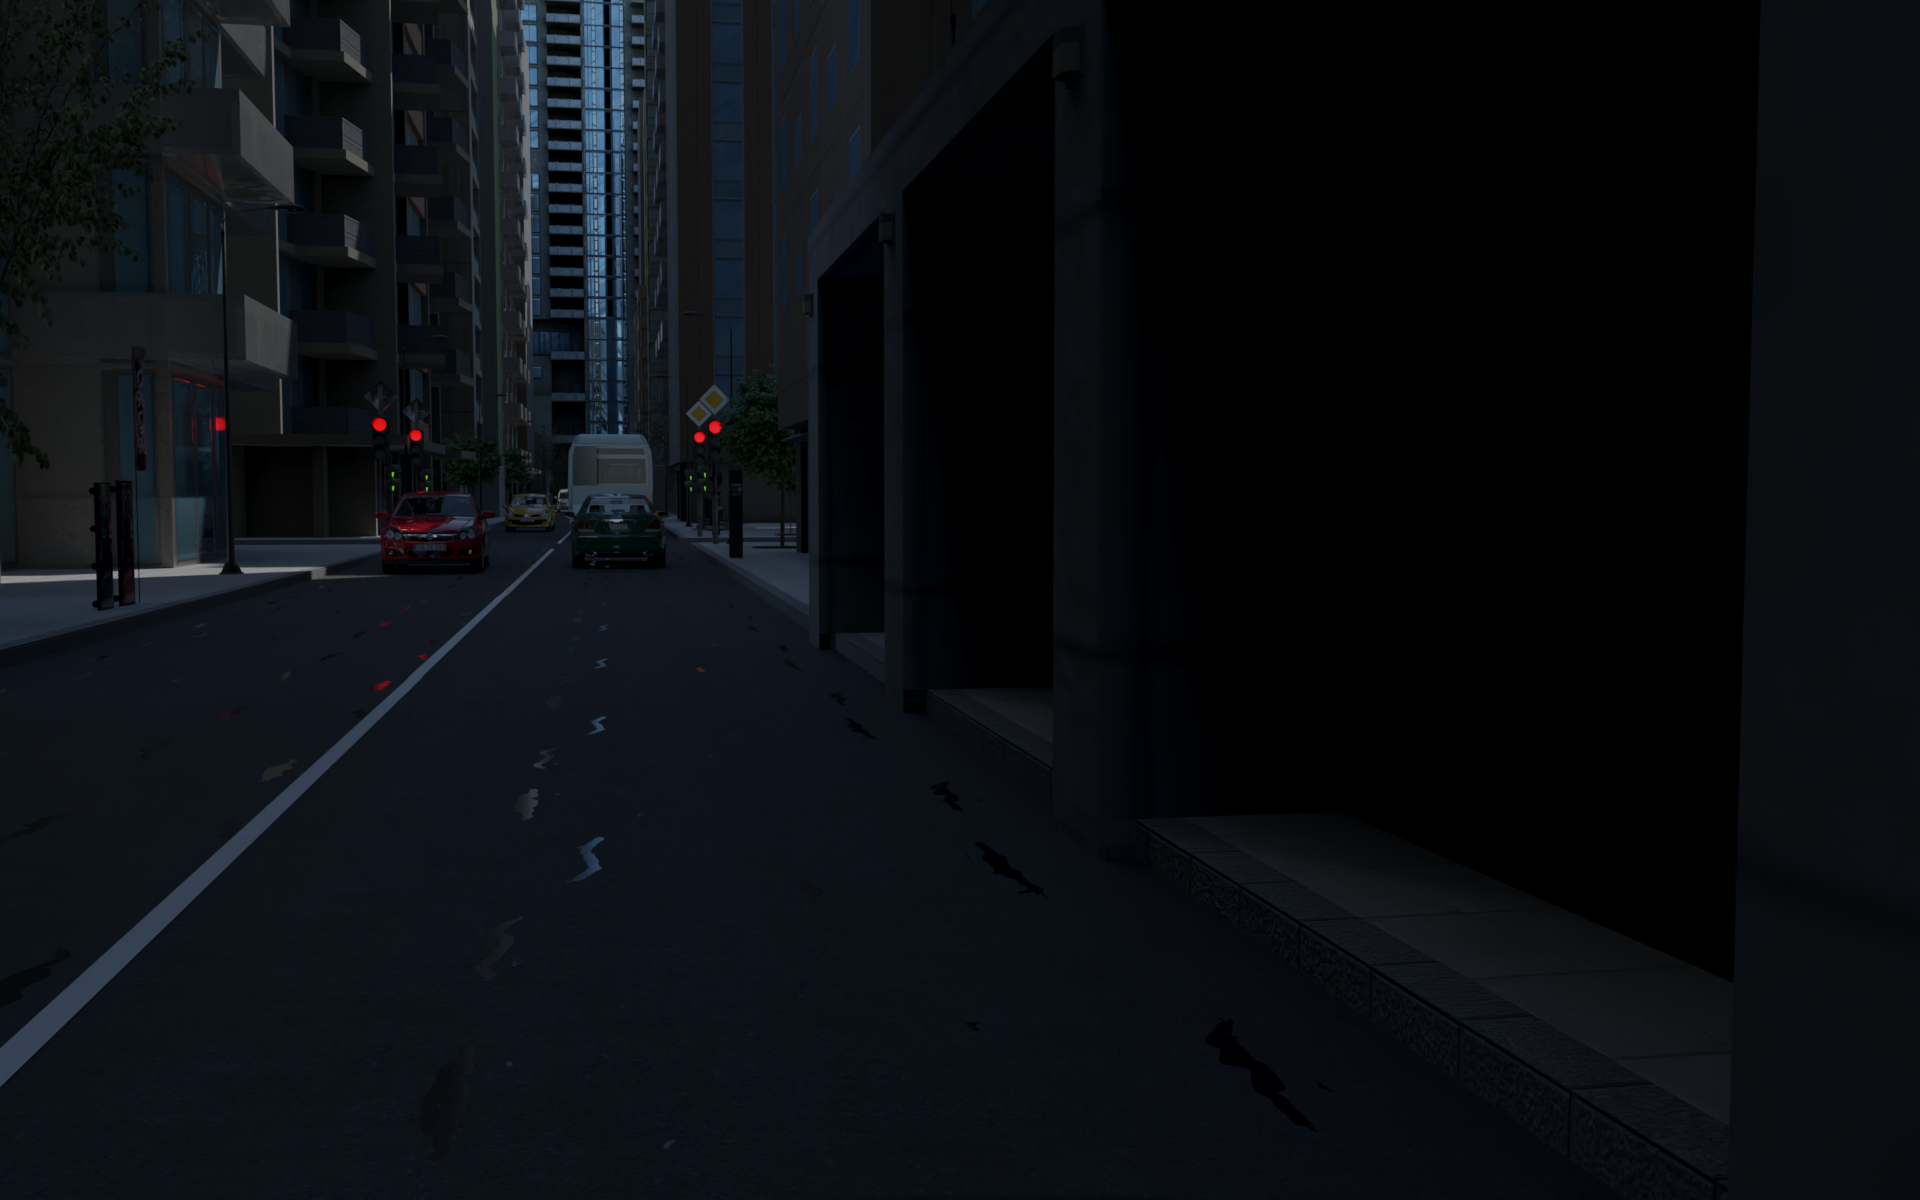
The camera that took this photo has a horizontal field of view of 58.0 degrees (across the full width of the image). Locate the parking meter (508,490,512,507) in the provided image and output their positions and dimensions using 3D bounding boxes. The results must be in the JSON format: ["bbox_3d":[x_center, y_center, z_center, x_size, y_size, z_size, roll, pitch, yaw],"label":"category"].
[{"bbox_3d":[-29.871,-6.709,115.409,0.399,1.863,0.255,1,4,19],"label":"parking meter"}]

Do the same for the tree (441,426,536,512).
[{"bbox_3d":[-23.474,-6.083,83.165,4.285,4.588,4.351,0,3,0],"label":"tree"}]

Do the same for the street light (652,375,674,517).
[{"bbox_3d":[-11.168,-5.820,67.699,1.470,5.913,1.316,-1,4,-11],"label":"street light"}]

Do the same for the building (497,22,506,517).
[{"bbox_3d":[-31.772,-24.895,90.635,14.154,41.232,14.086,-1,4,-11],"label":"building"}]

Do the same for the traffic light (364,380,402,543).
[{"bbox_3d":[-14.243,-3.292,42.737,0.839,4.253,0.868,-1,4,-11],"label":"traffic light"}]

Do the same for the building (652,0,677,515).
[{"bbox_3d":[-8.469,-30.149,112.542,23.786,49.044,30.456,-1,4,-11],"label":"building"}]

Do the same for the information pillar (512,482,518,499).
[{"bbox_3d":[-26.347,-6.002,102.623,0.304,2.012,0.304,0,4,-3],"label":"information pillar"}]

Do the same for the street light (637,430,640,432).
[{"bbox_3d":[-22.831,-9.375,125.825,1.470,5.913,1.316,-1,4,-11],"label":"street light"}]

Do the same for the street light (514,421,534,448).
[{"bbox_3d":[-27.612,-8.379,109.533,1.470,5.913,1.316,-1,4,-11],"label":"street light"}]

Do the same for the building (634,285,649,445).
[{"bbox_3d":[-15.822,-19.272,160.134,27.650,21.520,28.899,-1,4,-11],"label":"building"}]

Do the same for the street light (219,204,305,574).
[{"bbox_3d":[-11.186,-3.379,27.781,1.470,5.913,1.316,-1,4,-11],"label":"street light"}]

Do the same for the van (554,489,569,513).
[{"bbox_3d":[-30.395,-7.783,134.258,2.013,2.044,4.112,-1,4,-12],"label":"van"}]

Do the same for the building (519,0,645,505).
[{"bbox_3d":[-45.931,-55.231,215.695,31.000,86.520,22.319,-1,4,-11],"label":"building"}]

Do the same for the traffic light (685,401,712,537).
[{"bbox_3d":[-7.870,-3.869,52.176,0.839,4.253,0.868,-1,4,-11],"label":"traffic light"}]

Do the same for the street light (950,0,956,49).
[{"bbox_3d":[-0.594,-2.608,15.181,1.470,5.913,1.316,-1,4,-11],"label":"street light"}]

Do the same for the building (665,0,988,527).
[{"bbox_3d":[-6.758,-26.423,82.123,14.600,45.320,14.200,-1,4,-11],"label":"building"}]

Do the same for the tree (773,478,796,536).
[{"bbox_3d":[-5.351,-3.624,53.855,1.663,3.219,1.824,0,3,0],"label":"tree"}]

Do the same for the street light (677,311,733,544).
[{"bbox_3d":[-6.382,-4.390,44.317,1.470,5.913,1.316,-1,4,-11],"label":"street light"}]

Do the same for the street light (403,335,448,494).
[{"bbox_3d":[-15.678,-4.782,50.727,1.470,5.913,1.316,-1,4,-11],"label":"street light"}]

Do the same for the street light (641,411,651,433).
[{"bbox_3d":[-16.985,-7.606,96.902,1.470,5.913,1.316,-1,4,-11],"label":"street light"}]

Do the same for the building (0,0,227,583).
[{"bbox_3d":[-27.289,-24.848,25.871,30.456,49.044,23.786,-1,4,-11],"label":"building"}]

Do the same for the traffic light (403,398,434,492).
[{"bbox_3d":[-15.819,-3.770,50.566,0.839,4.253,0.868,-1,4,-11],"label":"traffic light"}]

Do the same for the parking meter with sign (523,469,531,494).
[{"bbox_3d":[-30.206,-7.558,119.830,0.543,3.016,1.738,-2,4,-30],"label":"parking meter with sign"}]

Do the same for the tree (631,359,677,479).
[{"bbox_3d":[-15.248,-8.715,92.851,4.360,8.622,3.978,0,3,0],"label":"tree"}]

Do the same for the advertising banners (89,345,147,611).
[{"bbox_3d":[-9.609,-1.448,19.869,0.090,3.025,2.074,-1,4,-9],"label":"advertising banners"}]

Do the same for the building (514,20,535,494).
[{"bbox_3d":[-46.938,-31.173,159.786,14.600,45.320,14.200,-1,4,-11],"label":"building"}]

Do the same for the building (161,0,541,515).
[{"bbox_3d":[-45.860,-31.607,136.382,23.786,49.044,30.456,-1,4,-11],"label":"building"}]

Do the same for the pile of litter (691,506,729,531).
[{"bbox_3d":[-8.596,-2.879,61.030,1.719,0.858,1.176,2,4,24],"label":"pile of litter"}]

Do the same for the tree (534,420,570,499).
[{"bbox_3d":[-41.139,-13.681,174.041,4.360,8.622,3.978,0,3,0],"label":"tree"}]

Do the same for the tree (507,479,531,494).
[{"bbox_3d":[-29.123,-7.301,113.978,1.663,3.219,1.824,0,3,0],"label":"tree"}]

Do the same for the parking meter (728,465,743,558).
[{"bbox_3d":[-4.494,-1.774,34.710,0.255,1.863,0.399,-1,4,-12],"label":"parking meter"}]

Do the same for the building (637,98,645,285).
[{"bbox_3d":[-28.734,-33.248,193.709,14.600,45.320,14.200,-1,4,-11],"label":"building"}]

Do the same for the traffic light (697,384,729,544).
[{"bbox_3d":[-6.294,-3.390,44.347,0.839,4.253,0.868,-1,4,-11],"label":"traffic light"}]

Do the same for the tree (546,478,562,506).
[{"bbox_3d":[-45.498,-12.321,196.044,1.663,3.219,1.824,0,3,0],"label":"tree"}]

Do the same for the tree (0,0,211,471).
[{"bbox_3d":[-9.620,-4.041,16.426,4.737,8.622,4.395,0,3,0],"label":"tree"}]

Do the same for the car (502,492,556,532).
[{"bbox_3d":[-16.530,-3.451,66.643,2.015,1.641,3.980,-1,4,-10],"label":"car"}]

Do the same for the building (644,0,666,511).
[{"bbox_3d":[-17.739,-27.741,137.164,14.154,41.232,14.086,-1,4,-11],"label":"building"}]

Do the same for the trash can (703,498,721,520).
[{"bbox_3d":[-9.654,-3.419,67.547,0.748,1.137,0.748,0,3,0],"label":"trash can"}]

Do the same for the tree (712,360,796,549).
[{"bbox_3d":[-4.214,-3.513,41.156,4.285,4.588,4.351,0,3,0],"label":"tree"}]

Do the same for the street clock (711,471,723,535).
[{"bbox_3d":[-7.585,-3.011,53.803,0.358,2.002,0.471,-3,5,-39],"label":"street clock"}]

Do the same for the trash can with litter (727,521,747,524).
[{"bbox_3d":[-10.049,-3.859,74.157,2.233,1.210,1.678,-1,4,-22],"label":"trash can with litter"}]

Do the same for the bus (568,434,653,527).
[{"bbox_3d":[-11.995,-3.972,59.796,2.948,3.499,13.247,-1,4,-11],"label":"bus"}]

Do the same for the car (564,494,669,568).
[{"bbox_3d":[-6.981,-1.435,35.268,2.131,1.459,4.920,-1,4,-12],"label":"car"}]

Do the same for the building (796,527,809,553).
[{"bbox_3d":[4.108,-23.345,31.805,14.600,45.320,14.200,-1,4,-11],"label":"building"}]

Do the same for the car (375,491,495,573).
[{"bbox_3d":[-9.917,-1.458,32.887,2.155,1.783,4.494,-1,4,-13],"label":"car"}]

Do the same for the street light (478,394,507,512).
[{"bbox_3d":[-21.684,-6.588,80.262,1.470,5.913,1.316,-1,4,-11],"label":"street light"}]

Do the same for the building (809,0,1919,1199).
[{"bbox_3d":[10.578,-34.752,6.448,20.563,71.187,20.611,-1,4,-11],"label":"building"}]

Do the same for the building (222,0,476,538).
[{"bbox_3d":[-29.410,-24.854,60.992,22.147,44.769,28.867,-1,4,-11],"label":"building"}]
